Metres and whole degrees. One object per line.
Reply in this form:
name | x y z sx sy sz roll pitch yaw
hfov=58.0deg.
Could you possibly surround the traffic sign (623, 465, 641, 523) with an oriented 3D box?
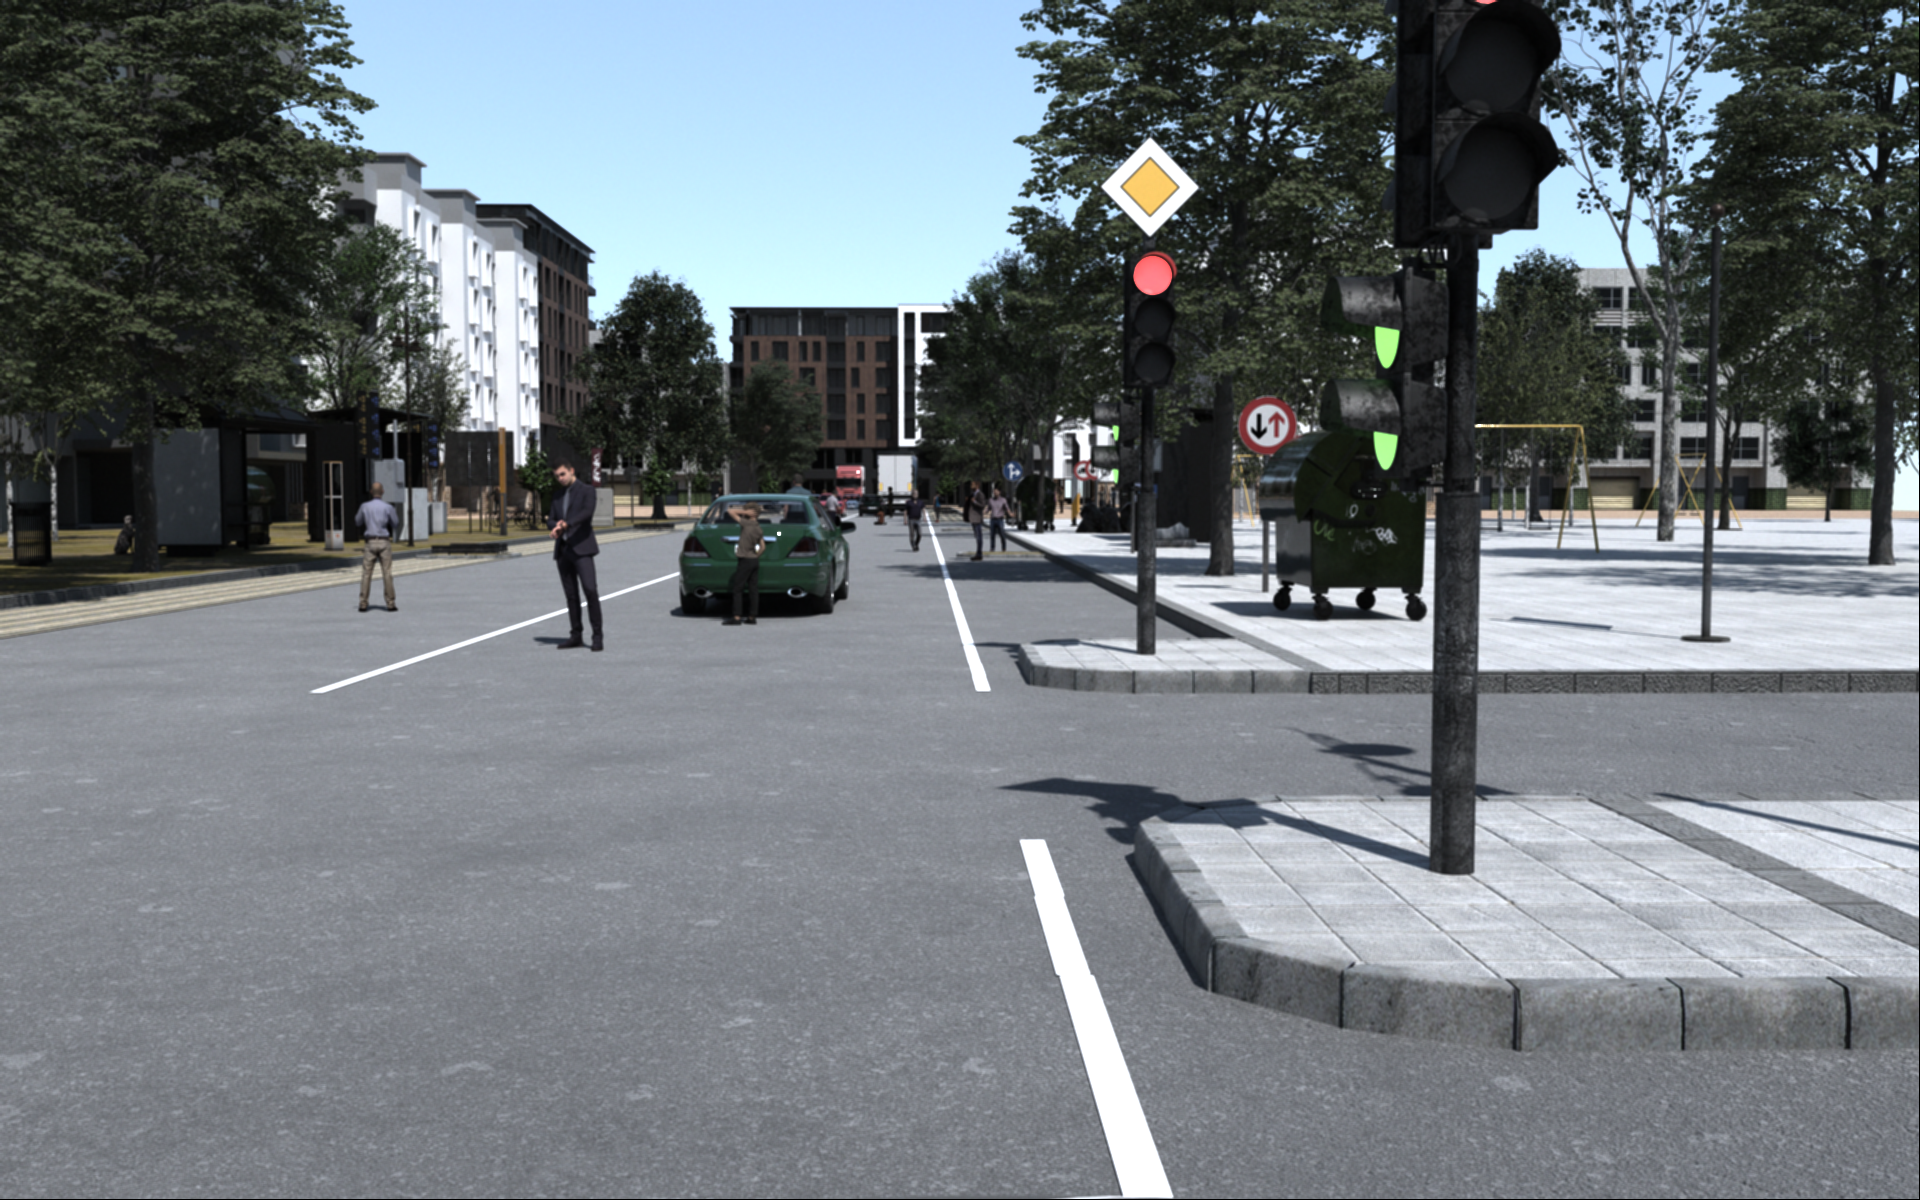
traffic sign | -14.487 -4.674 76.529 0.768 2.556 0.104 0 3 0

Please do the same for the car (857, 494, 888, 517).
car | -5.639 -6.202 111.184 2.009 1.686 4.222 0 4 -3

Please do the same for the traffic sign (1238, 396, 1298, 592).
traffic sign | 3.992 -1.373 22.560 0.768 2.556 0.104 0 4 2

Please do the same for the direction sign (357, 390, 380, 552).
direction sign | -12.985 -2.818 38.076 0.379 3.537 0.876 1 4 11

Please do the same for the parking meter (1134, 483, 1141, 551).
parking meter | 4.079 -1.863 38.878 0.372 1.533 0.369 0 3 0

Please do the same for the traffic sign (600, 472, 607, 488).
traffic sign | -16.561 -4.754 79.849 0.606 2.300 0.079 0 4 6

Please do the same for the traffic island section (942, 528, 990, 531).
traffic island section | 0.279 -2.721 67.358 1.991 0.108 1.994 0 4 -1

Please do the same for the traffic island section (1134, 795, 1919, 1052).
traffic island section | 1.697 1.002 5.900 2.009 0.180 2.903 0 4 -1

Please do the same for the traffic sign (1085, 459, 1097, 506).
traffic sign | 4.764 -3.715 60.843 0.768 2.556 0.104 0 4 4

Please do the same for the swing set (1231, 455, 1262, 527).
swing set | 12.345 -4.426 69.985 3.119 2.851 2.862 -1 4 -19

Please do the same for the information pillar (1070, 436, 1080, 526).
information pillar | 4.611 -4.757 69.133 0.183 3.616 0.504 -2 4 -27

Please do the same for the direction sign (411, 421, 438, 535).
direction sign | -16.623 -3.784 53.865 0.379 3.537 0.876 3 5 42

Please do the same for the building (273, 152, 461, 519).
building | -36.957 -14.527 93.944 16.016 20.091 11.380 0 4 -1

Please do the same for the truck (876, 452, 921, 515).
truck | -4.228 -8.000 119.706 2.839 4.237 11.283 0 4 0

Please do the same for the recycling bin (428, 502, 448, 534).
recycling bin | -17.117 -2.679 56.358 0.722 1.027 0.722 0 4 -5

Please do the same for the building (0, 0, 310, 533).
building | -42.777 -29.218 66.947 28.713 52.752 27.495 0 4 -1

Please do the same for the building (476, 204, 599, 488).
building | -46.750 -17.851 135.846 32.646 21.610 27.936 0 4 -1

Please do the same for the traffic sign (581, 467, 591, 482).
traffic sign | -17.168 -4.901 80.245 0.768 2.556 0.104 0 4 2

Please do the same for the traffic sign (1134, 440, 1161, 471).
traffic sign | 3.435 -1.834 32.109 0.606 2.300 0.079 0 4 5

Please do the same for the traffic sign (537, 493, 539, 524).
traffic sign | -18.149 -4.548 74.466 0.768 2.556 0.104 0 4 2

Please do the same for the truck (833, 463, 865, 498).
truck | -10.169 -10.501 160.606 2.839 4.237 11.283 0 4 -2

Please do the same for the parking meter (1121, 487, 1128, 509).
parking meter | 5.724 -3.336 60.257 0.255 1.863 0.399 0 4 4

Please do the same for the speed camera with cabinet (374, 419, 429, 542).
speed camera with cabinet | -15.064 -3.203 46.705 0.660 3.252 2.038 0 4 8

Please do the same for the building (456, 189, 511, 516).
building | -37.021 -15.222 105.304 16.016 20.091 11.380 0 4 -1

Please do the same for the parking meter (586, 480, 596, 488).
parking meter | -14.920 -3.934 70.030 0.399 1.863 0.255 3 5 42

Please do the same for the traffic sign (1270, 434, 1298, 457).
traffic sign | 6.233 -2.047 33.567 0.768 2.556 0.104 0 4 1

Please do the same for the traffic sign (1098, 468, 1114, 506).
traffic sign | 5.042 -3.531 59.866 0.606 2.300 0.079 0 4 6

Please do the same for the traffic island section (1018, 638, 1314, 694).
traffic island section | 1.513 0.514 13.883 2.009 0.180 2.903 0 4 -1

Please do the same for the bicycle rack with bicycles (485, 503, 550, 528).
bicycle rack with bicycles | -17.217 -3.323 67.708 2.925 0.926 2.852 -2 4 -29

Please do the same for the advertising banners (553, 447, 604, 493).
advertising banners | -14.227 -4.191 64.718 2.074 3.025 0.090 -3 5 -40

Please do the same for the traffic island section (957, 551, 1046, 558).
traffic island section | 0.922 -1.031 39.721 1.991 0.108 1.994 0 4 -1

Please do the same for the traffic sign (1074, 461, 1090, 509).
traffic sign | 4.703 -4.027 65.948 0.768 2.556 0.104 0 4 1

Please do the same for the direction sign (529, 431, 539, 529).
direction sign | -15.508 -4.336 62.894 0.379 3.537 0.876 0 4 -1

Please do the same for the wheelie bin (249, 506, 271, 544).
wheelie bin | -18.046 -2.230 44.369 0.693 1.594 0.980 -2 4 -31

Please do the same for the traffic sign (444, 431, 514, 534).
traffic sign | -15.569 -3.807 56.114 2.265 3.308 0.079 0 4 3

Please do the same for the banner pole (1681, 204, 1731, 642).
banner pole | 6.624 -1.544 15.257 0.401 3.779 0.863 2 4 24

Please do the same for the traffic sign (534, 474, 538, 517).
traffic sign | -17.902 -4.443 72.743 0.768 2.556 0.104 0 4 0

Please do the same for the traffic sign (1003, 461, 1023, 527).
traffic sign | 2.036 -4.079 66.797 0.768 2.556 0.104 0 4 3

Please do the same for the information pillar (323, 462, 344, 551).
information pillar | -14.227 -2.131 39.333 0.304 2.012 0.304 3 4 38

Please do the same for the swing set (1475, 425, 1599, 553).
swing set | 12.735 -2.549 39.294 3.119 2.851 2.862 0 4 2

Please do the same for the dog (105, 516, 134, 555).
dog | -17.855 -1.368 36.748 0.513 0.831 0.800 3 5 44

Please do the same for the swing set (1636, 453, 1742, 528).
swing set | 28.288 -4.266 67.377 2.862 2.851 3.119 0 4 -4

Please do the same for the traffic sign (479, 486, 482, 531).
traffic sign | -16.424 -3.622 59.322 0.768 2.556 0.104 0 4 7

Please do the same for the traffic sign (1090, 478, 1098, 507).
traffic sign | 5.470 -4.226 69.203 0.768 2.556 0.104 0 4 8

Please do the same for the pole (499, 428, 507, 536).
pole | -14.035 -3.628 53.166 0.158 3.312 0.155 0 3 0

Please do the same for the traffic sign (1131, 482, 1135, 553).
traffic sign | 3.738 -2.283 37.427 0.768 2.556 0.104 0 4 2
